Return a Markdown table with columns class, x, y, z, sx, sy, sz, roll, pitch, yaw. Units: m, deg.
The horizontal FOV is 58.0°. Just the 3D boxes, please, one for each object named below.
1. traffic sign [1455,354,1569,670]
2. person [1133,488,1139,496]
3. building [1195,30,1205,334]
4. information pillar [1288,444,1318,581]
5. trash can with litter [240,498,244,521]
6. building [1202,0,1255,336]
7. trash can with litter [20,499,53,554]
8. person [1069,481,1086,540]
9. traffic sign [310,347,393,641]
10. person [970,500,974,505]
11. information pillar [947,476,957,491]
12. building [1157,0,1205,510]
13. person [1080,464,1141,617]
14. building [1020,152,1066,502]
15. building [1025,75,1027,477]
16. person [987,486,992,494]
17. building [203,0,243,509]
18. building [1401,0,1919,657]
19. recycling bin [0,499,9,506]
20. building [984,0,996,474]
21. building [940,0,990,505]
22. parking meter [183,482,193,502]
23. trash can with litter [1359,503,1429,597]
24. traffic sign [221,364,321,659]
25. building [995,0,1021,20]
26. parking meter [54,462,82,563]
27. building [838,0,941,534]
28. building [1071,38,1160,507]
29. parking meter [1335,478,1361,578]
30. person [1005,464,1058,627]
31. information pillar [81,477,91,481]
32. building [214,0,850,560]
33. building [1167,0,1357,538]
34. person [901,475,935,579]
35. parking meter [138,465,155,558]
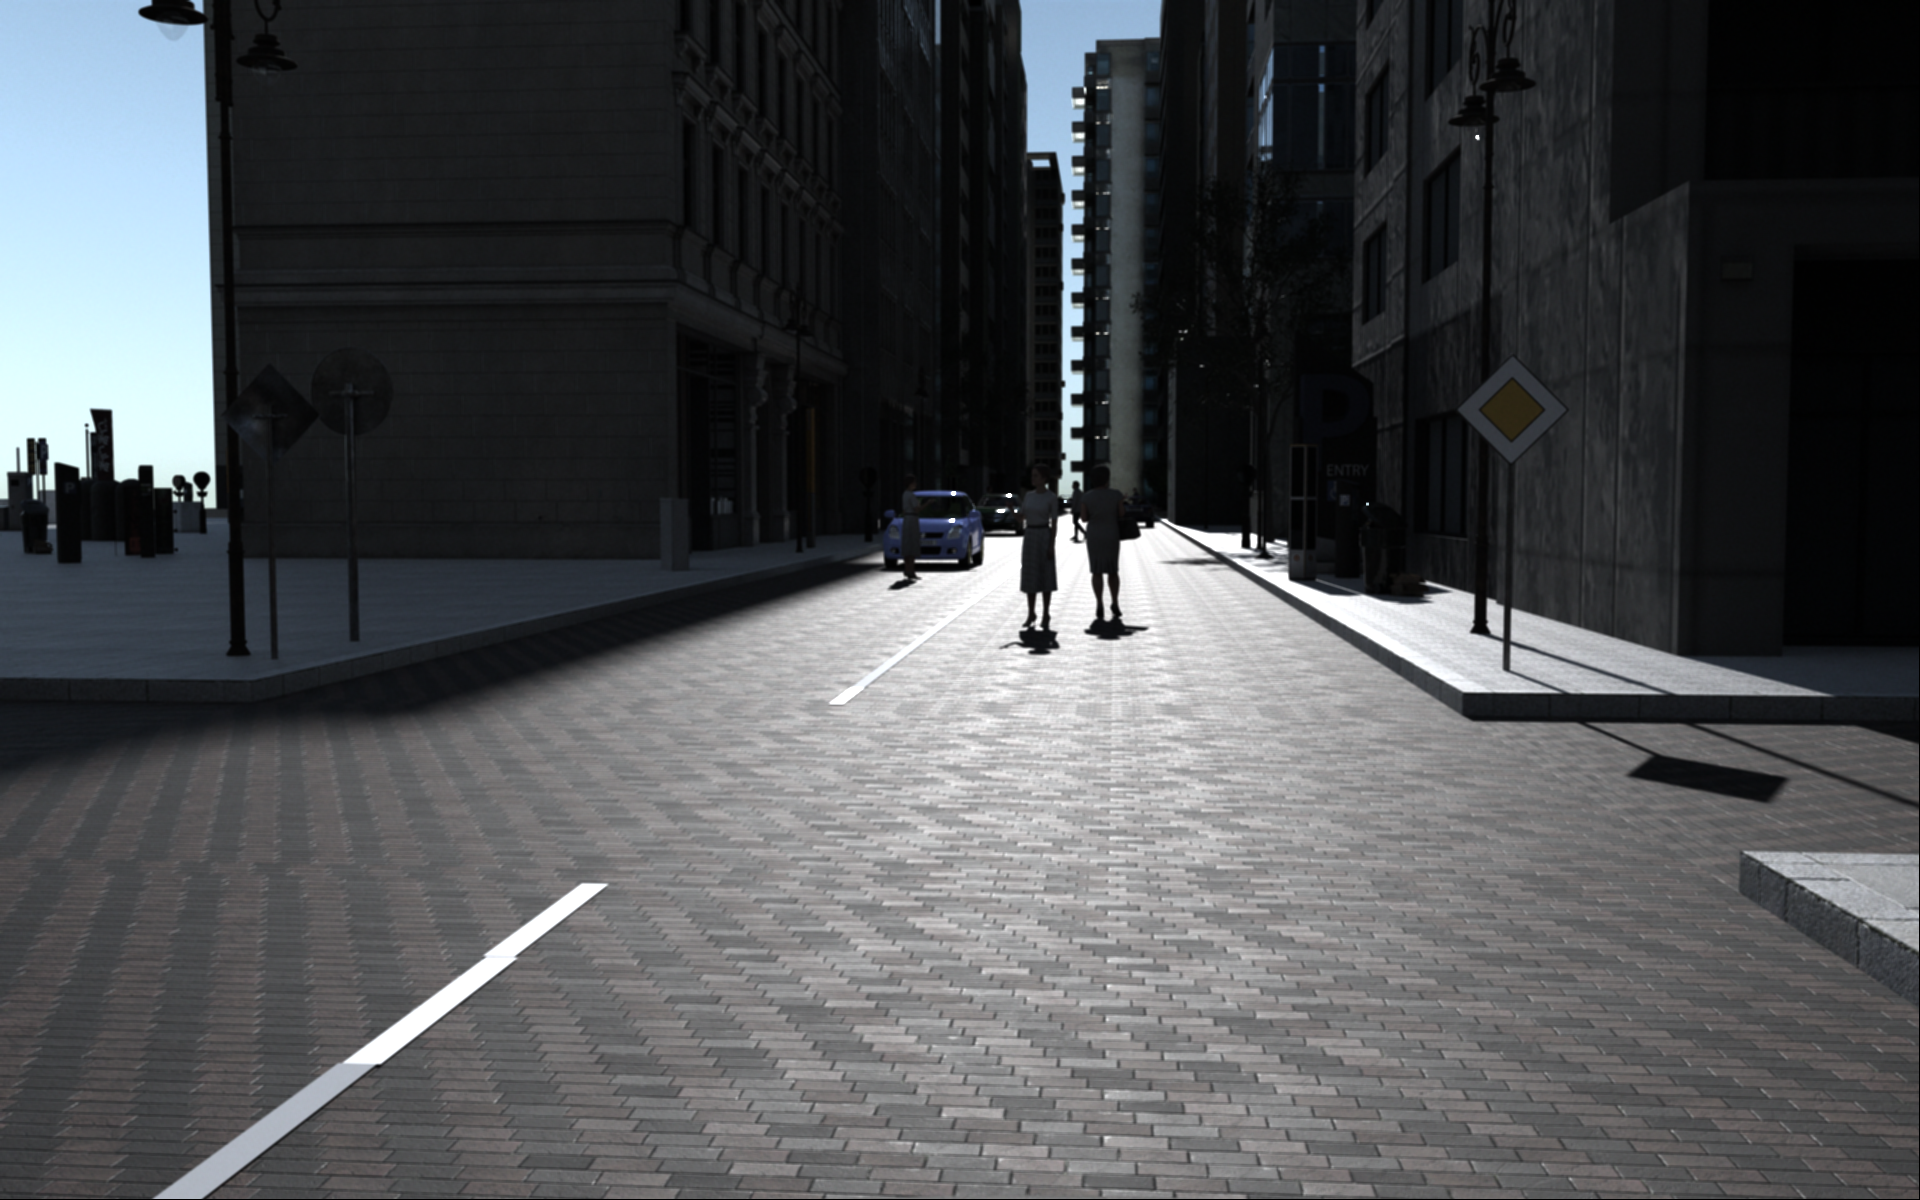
| class | x | y | z | sx | sy | sz | roll | pitch | yaw |
| --- | --- | --- | --- | --- | --- | --- | --- | --- | --- |
| traffic sign | 3.977 | -0.545 | 12.552 | 0.795 | 2.450 | 0.064 | 0 | 4 | 5 |
| person | 9.400 | -5.197 | 93.916 | 0.568 | 1.767 | 0.683 | 1 | 4 | 20 |
| building | 22.128 | -20.768 | 111.250 | 14.160 | 30.474 | 14.107 | 0 | 4 | 5 |
| information pillar | 5.100 | -1.299 | 25.738 | 0.304 | 2.012 | 0.304 | -3 | 5 | -43 |
| trash can with litter | -23.023 | -2.716 | 55.792 | 0.624 | 1.170 | 1.055 | -1 | 4 | -19 |
| building | 20.941 | -27.315 | 96.719 | 14.600 | 45.320 | 14.200 | 0 | 4 | 5 |
| trash can with litter | -19.858 | -1.591 | 37.406 | 0.624 | 1.170 | 1.055 | -3 | 5 | -45 |
| person | 3.716 | -2.783 | 53.842 | 0.795 | 1.843 | 0.661 | 2 | 4 | 34 |
| traffic sign | -5.287 | -0.914 | 15.044 | 0.768 | 2.556 | 0.104 | 1 | 4 | 9 |
| person | 0.237 | -2.270 | 50.299 | 0.352 | 1.250 | 0.332 | 1 | 4 | 13 |
| information pillar | -0.334 | -4.009 | 70.040 | 0.304 | 2.012 | 0.304 | -2 | 4 | -32 |
| building | 28.101 | -32.147 | 149.300 | 21.300 | 48.544 | 21.600 | 0 | 4 | 5 |
| person | 1.769 | -0.705 | 20.390 | 0.716 | 1.782 | 0.532 | 0 | 4 | 4 |
| building | -0.747 | -30.371 | 188.442 | 23.993 | 40.220 | 32.217 | 0 | 4 | 5 |
| building | -1.106 | -28.868 | 155.582 | 14.086 | 41.232 | 14.154 | 0 | 4 | 5 |
| person | 1.258 | -3.625 | 68.343 | 0.524 | 1.755 | 0.480 | 0 | 4 | -3 |
| building | -53.171 | -43.946 | 156.764 | 20.611 | 71.187 | 20.563 | 0 | 4 | 5 |
| building | 16.863 | -35.629 | 20.782 | 20.611 | 71.187 | 20.563 | 0 | 4 | 5 |
| recycling bin | -47.709 | -4.540 | 86.775 | 0.722 | 1.027 | 0.722 | 2 | 4 | 27 |
| building | -11.743 | -32.328 | 117.795 | 28.713 | 52.752 | 27.495 | 0 | 4 | 5 |
| building | -5.865 | -19.838 | 96.053 | 14.160 | 30.474 | 14.107 | 0 | 4 | 5 |
| parking meter | -37.305 | -4.772 | 83.730 | 0.399 | 1.863 | 0.255 | 2 | 4 | 27 |
| trash can with litter | 5.580 | -0.654 | 22.078 | 0.624 | 1.170 | 1.055 | -2 | 4 | -25 |
| traffic sign | -5.328 | -0.597 | 13.407 | 0.795 | 2.450 | 0.064 | 0 | 4 | 5 |
| building | -2.537 | -27.802 | 138.156 | 14.154 | 41.232 | 14.086 | 0 | 4 | 5 |
| parking meter | -16.580 | -1.622 | 32.229 | 0.399 | 1.863 | 0.255 | -3 | 5 | -45 |
| building | -7.704 | -15.105 | 64.985 | 12.078 | 24.808 | 19.932 | 0 | 4 | 5 |
| building | 27.093 | -34.408 | 182.171 | 30.456 | 49.044 | 23.786 | 0 | 4 | 5 |
| parking meter | 5.944 | -1.108 | 26.526 | 0.372 | 1.533 | 0.369 | 0 | 3 | 0 |
| person | 0.790 | -0.586 | 18.658 | 0.480 | 1.755 | 0.524 | 2 | 4 | 30 |
| information pillar | -38.038 | -4.338 | 75.426 | 0.304 | 2.012 | 0.304 | 0 | 4 | 7 |
| building | -9.927 | -11.261 | 35.034 | 10.553 | 20.767 | 40.483 | 0 | 4 | 5 |
| building | 19.488 | -45.859 | 62.459 | 22.319 | 86.520 | 31.000 | 0 | 4 | 5 |
| person | -0.738 | -1.229 | 29.161 | 0.524 | 1.755 | 0.480 | -2 | 4 | -27 |
| parking meter | -16.448 | -1.793 | 35.033 | 0.255 | 1.863 | 0.399 | -1 | 4 | -22 |
